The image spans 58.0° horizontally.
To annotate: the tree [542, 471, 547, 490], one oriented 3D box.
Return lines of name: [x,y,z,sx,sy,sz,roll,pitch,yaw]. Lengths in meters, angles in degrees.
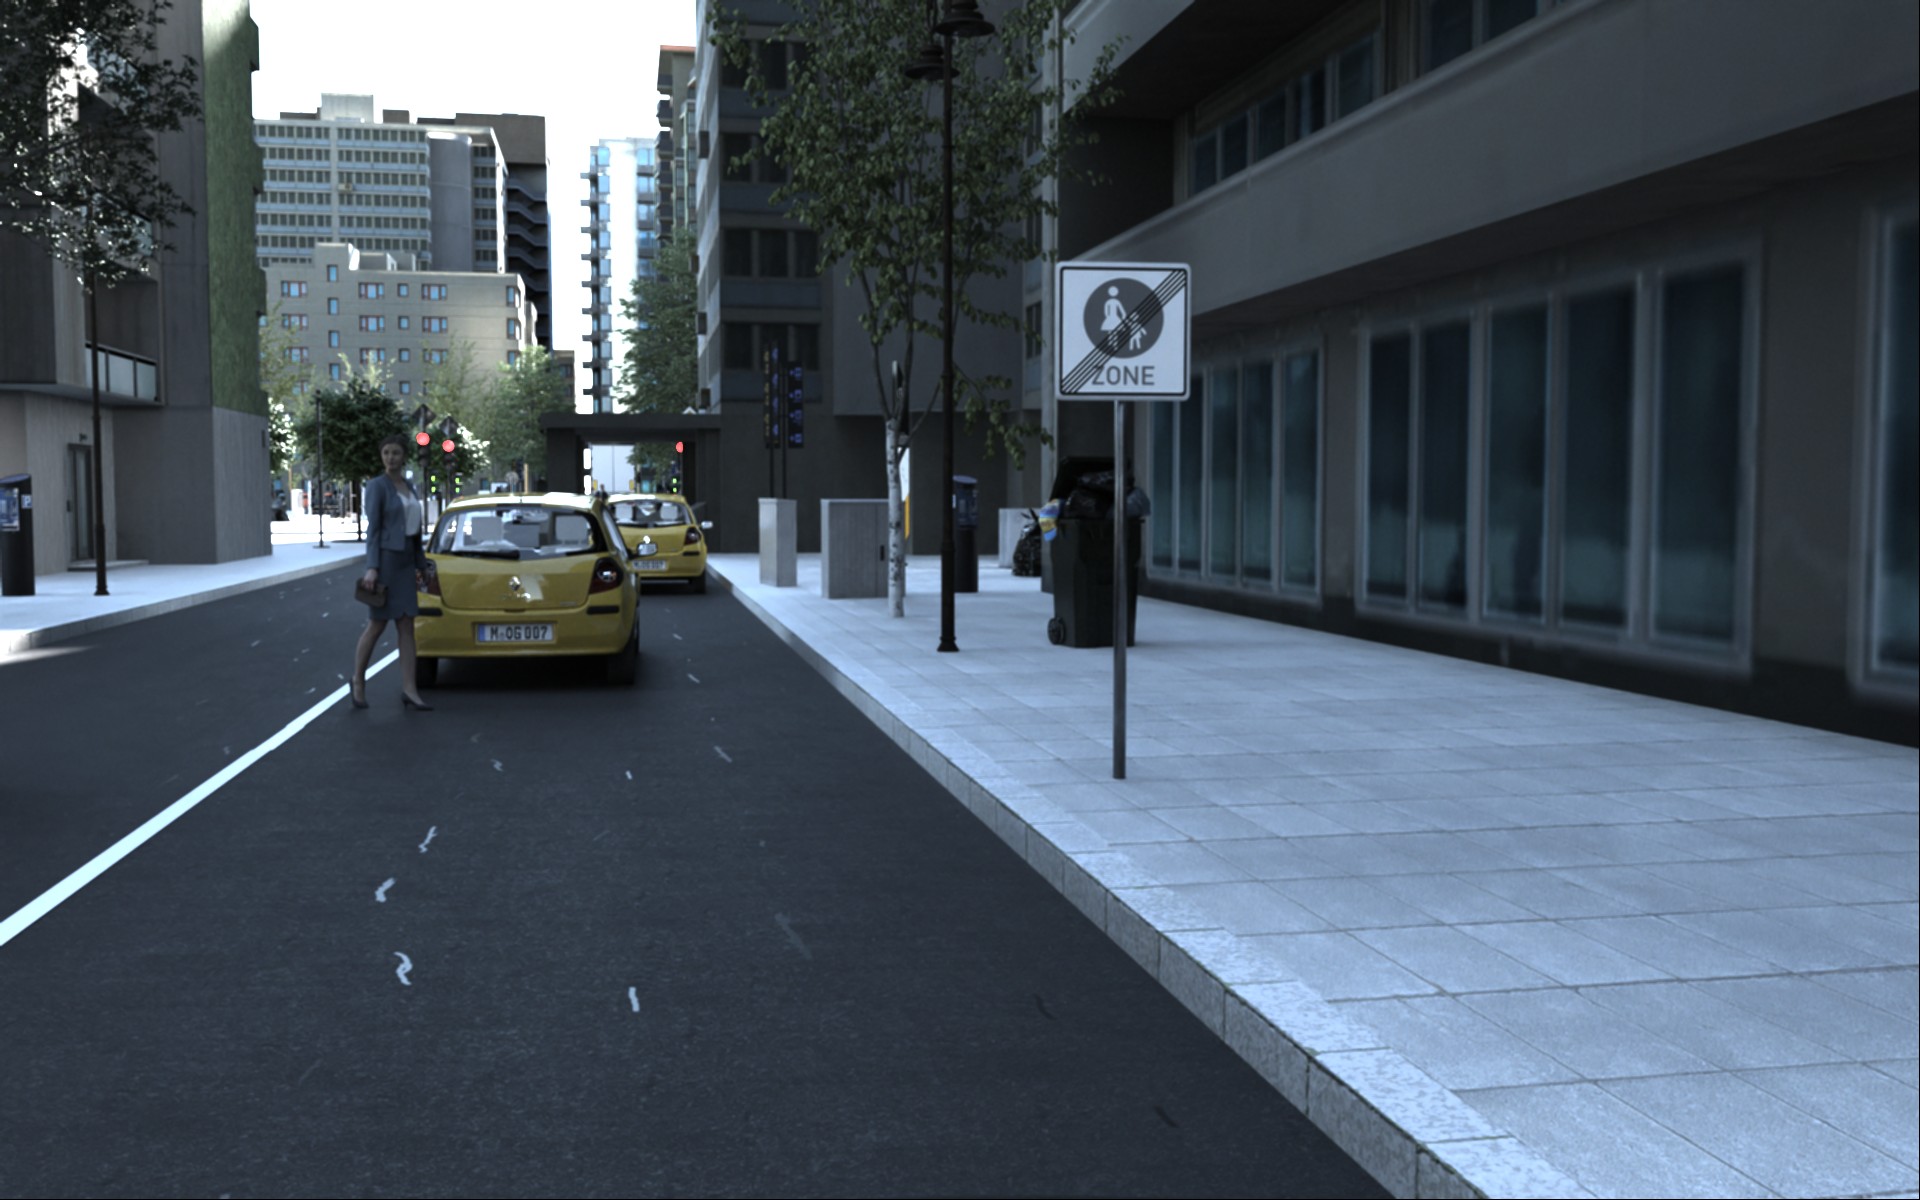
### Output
tree: [-44.574,-12.676,190.973,4.285,4.588,4.351,0,3,0]

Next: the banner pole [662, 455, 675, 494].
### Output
banner pole: [-18.178,-7.252,108.582,0.863,3.779,0.401,2,4,31]

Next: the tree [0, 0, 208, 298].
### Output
tree: [-10.293,-4.925,14.943,7.601,10.594,8.767,-1,4,-20]

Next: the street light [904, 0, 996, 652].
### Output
street light: [-0.098,-2.519,13.967,0.468,5.910,1.993,-1,4,-11]

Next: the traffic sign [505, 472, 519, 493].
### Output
traffic sign: [-25.290,-5.974,97.776,0.768,2.556,0.104,0,4,-5]

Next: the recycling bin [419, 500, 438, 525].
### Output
recycling bin: [-21.899,-3.575,71.013,0.722,1.027,0.722,2,4,31]

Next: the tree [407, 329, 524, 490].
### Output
tree: [-23.024,-7.823,78.276,4.737,8.622,4.395,0,3,0]

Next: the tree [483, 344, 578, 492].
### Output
tree: [-32.158,-13.014,130.913,7.486,12.596,7.792,0,3,0]

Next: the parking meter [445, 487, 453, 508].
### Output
parking meter: [-22.052,-4.222,74.733,0.255,1.863,0.399,0,4,3]

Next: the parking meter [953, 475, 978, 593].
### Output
parking meter: [0.051,-0.867,22.593,0.372,1.533,0.369,0,3,0]

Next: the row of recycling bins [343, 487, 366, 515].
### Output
row of recycling bins: [-37.542,-6.240,109.140,1.069,1.692,3.534,1,4,16]

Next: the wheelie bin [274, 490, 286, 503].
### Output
wheelie bin: [-51.016,-7.460,129.871,0.980,1.594,0.693,1,4,9]

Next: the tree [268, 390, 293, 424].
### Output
tree: [-47.016,-10.224,117.525,4.360,8.622,3.978,0,3,0]

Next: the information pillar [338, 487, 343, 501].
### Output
information pillar: [-45.139,-7.442,126.162,0.304,2.012,0.304,0,4,-7]

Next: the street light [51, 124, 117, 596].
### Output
street light: [-10.888,-2.997,21.797,0.468,5.910,1.993,-1,4,-11]

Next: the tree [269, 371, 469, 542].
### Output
tree: [-16.209,-3.841,46.509,4.285,4.588,4.351,0,3,0]

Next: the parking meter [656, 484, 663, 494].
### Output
parking meter: [-17.990,-5.990,103.639,0.255,1.863,0.399,3,5,40]

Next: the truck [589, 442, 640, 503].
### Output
truck: [-19.296,-6.597,96.776,2.839,4.237,11.283,-1,4,-11]

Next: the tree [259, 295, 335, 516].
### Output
tree: [-25.513,-6.872,62.724,4.737,8.622,4.395,0,3,0]

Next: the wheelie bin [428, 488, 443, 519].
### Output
wheelie bin: [-25.261,-4.617,83.390,0.693,1.594,0.980,-2,4,-31]

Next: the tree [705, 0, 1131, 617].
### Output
tree: [-0.603,-4.112,17.602,4.737,8.622,4.395,0,3,0]

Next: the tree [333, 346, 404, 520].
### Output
tree: [-29.858,-8.326,86.490,4.360,8.622,3.978,0,3,0]

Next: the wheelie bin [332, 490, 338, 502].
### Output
wheelie bin: [-46.787,-7.485,130.286,0.693,1.594,0.980,1,4,16]

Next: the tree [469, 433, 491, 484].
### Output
tree: [-20.266,-5.157,68.032,4.285,4.588,4.351,0,3,0]

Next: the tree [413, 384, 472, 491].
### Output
tree: [-34.390,-10.112,115.691,4.360,8.622,3.978,0,3,0]

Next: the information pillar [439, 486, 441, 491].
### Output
information pillar: [-26.872,-5.172,89.047,0.304,2.012,0.304,-2,4,-26]

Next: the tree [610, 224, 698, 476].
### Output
tree: [-10.877,-9.487,73.245,7.486,12.596,7.792,0,3,0]

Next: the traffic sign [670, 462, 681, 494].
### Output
traffic sign: [-10.900,-4.127,67.589,0.768,2.556,0.104,0,4,-8]

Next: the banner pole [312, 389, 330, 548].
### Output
banner pole: [-15.205,-3.129,41.179,0.401,3.779,0.863,-2,4,-25]

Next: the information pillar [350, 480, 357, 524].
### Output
information pillar: [-26.066,-4.284,74.543,0.304,2.012,0.304,-1,4,-23]

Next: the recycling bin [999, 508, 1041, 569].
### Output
recycling bin: [1.098,-1.072,30.075,0.722,1.027,0.722,-1,4,-12]

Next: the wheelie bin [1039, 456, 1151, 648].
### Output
wheelie bin: [1.176,-0.412,14.649,0.980,1.594,0.693,-1,4,-20]

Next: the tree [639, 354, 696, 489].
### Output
tree: [-13.883,-8.284,85.812,4.360,8.622,3.978,0,3,0]

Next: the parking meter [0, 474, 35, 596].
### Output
parking meter: [-11.906,-0.822,21.855,0.372,1.533,0.369,0,3,0]

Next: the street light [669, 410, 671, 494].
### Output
street light: [-15.943,-7.495,95.337,0.468,5.910,1.993,-1,4,-11]

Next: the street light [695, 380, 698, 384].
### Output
street light: [-8.151,-5.028,54.988,0.468,5.910,1.993,-1,4,-11]

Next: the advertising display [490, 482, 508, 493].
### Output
advertising display: [-25.234,-5.483,94.863,0.974,1.923,0.123,-2,4,-27]

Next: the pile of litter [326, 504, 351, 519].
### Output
pile of litter: [-32.018,-4.652,90.027,1.719,0.858,1.176,-1,4,-17]

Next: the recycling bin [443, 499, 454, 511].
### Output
recycling bin: [-25.523,-4.542,86.821,0.722,1.027,0.722,-2,4,-23]

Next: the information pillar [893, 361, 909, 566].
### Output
information pillar: [-1.059,-2.418,30.887,0.183,3.616,0.504,2,4,25]

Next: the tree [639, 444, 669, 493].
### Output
tree: [-19.625,-10.088,115.297,4.737,8.622,4.395,0,3,0]

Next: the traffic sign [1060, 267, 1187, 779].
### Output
traffic sign: [0.718,-0.343,7.746,0.606,2.300,0.079,0,4,-7]
